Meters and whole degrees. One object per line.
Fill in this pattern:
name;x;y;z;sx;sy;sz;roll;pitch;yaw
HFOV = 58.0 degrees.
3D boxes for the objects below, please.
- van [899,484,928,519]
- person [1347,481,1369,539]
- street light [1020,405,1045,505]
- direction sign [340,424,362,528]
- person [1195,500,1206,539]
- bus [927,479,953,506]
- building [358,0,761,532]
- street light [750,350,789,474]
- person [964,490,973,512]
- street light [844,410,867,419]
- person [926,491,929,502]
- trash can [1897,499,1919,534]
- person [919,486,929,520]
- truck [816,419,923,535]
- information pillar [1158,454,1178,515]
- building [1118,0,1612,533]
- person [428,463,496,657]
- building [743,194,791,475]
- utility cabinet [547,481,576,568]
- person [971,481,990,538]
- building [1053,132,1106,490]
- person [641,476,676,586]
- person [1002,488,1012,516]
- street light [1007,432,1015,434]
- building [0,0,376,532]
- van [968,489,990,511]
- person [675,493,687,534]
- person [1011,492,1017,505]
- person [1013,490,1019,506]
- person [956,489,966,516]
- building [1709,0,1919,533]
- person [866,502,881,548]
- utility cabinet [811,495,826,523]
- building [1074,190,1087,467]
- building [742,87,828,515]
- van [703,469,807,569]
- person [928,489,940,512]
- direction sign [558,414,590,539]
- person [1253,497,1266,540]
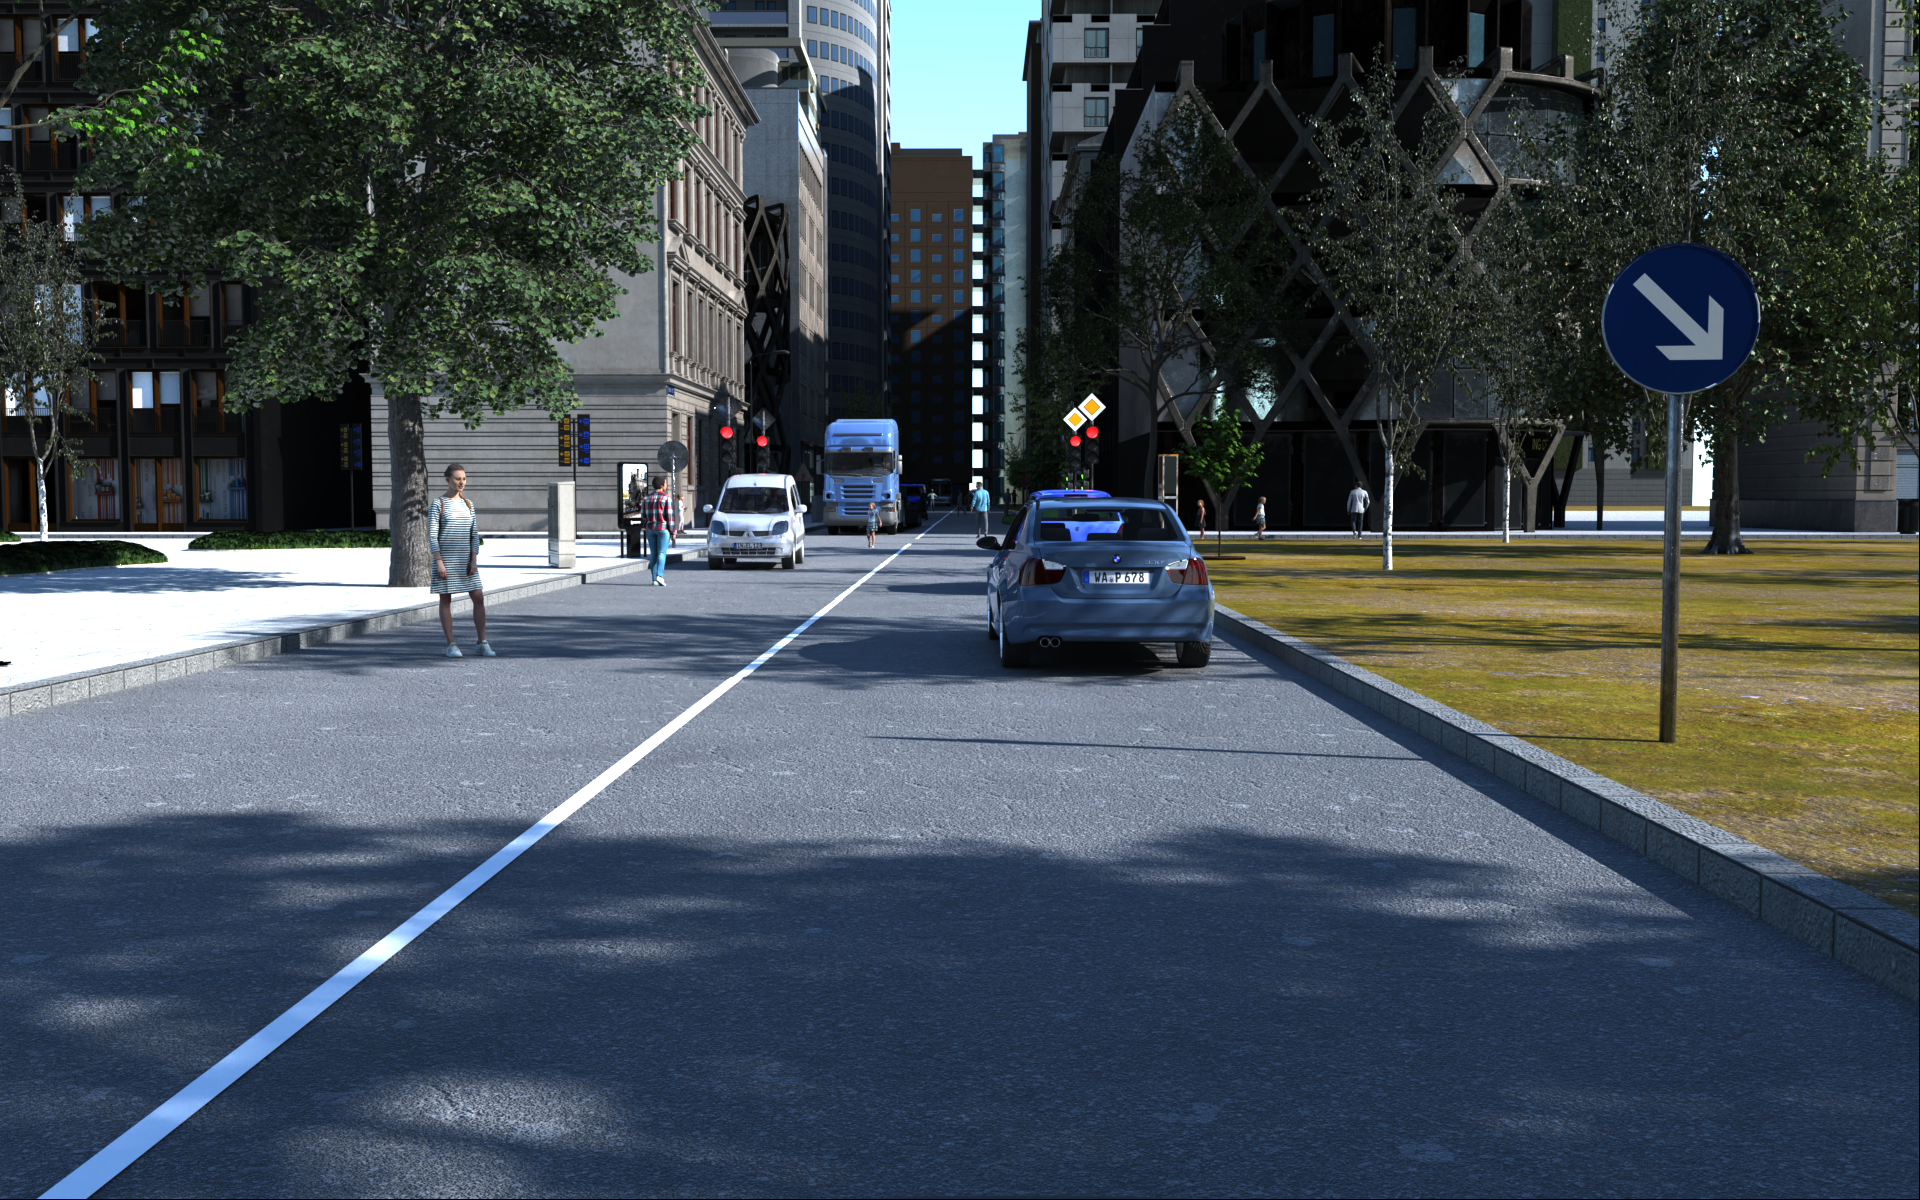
van;-2.960;-5.988;102.290;2.240;2.365;5.245;0;4;1
person;12.344;-2.772;53.661;0.661;1.843;0.795;0;4;8
street light;3.836;-7.214;90.487;1.470;5.913;1.316;0;4;0
direction sign;-19.612;-3.904;55.831;0.876;3.537;0.379;2;4;25
person;7.390;-2.455;53.307;0.373;1.253;0.362;0;4;-5
bus;-2.305;-12.704;202.569;2.948;3.499;13.247;0;3;0
building;-14.848;-14.178;67.973;11.583;22.565;21.152;0;4;0
street light;-6.215;-5.111;56.101;1.470;5.913;1.316;0;4;0
person;0.822;-8.051;140.688;0.990;1.755;0.434;-1;4;-11
street light;-5.872;-7.565;96.221;1.470;5.913;1.316;0;4;0
person;-3.536;-10.235;176.375;0.750;1.759;0.617;0;4;3
trash can;30.422;-2.685;55.552;0.748;1.137;0.748;0;3;0
person;-2.082;-5.238;93.916;0.755;1.850;0.659;1;4;9
truck;-3.195;-4.784;67.972;2.967;4.110;18.799;0;4;2
information pillar;3.857;-1.690;32.130;0.304;2.012;0.304;-1;4;-9
building;15.058;-12.090;65.128;16.811;18.784;16.820;0;4;0
person;-4.440;-0.352;15.254;0.522;1.701;0.512;3;5;43
building;-17.130;-13.443;87.245;16.820;18.784;16.811;0;4;0
utility cabinet;-6.974;-1.319;30.251;0.318;1.500;1.173;-1;4;-22
person;0.670;-2.928;56.233;0.638;1.841;0.748;0;4;-7
building;13.107;-19.638;118.338;12.463;27.353;25.104;0;4;0
person;-4.752;-1.092;27.199;0.563;1.720;0.643;1;4;21
person;3.140;-6.527;115.320;0.635;1.810;0.391;-3;4;-38
street light;4.244;-9.668;130.606;1.470;5.913;1.316;0;4;0
building;-31.295;-14.316;63.738;15.834;23.373;12.332;0;4;0
van;1.511;-8.446;145.096;2.013;2.044;4.112;0;4;-1
person;-8.931;-2.762;55.480;0.394;1.301;0.425;-2;4;-23
person;6.299;-12.021;202.686;1.348;1.812;0.705;3;5;44
person;5.869;-10.755;182.610;0.721;1.743;1.217;2;4;30
person;0.041;-6.266;111.697;0.760;1.731;0.466;-2;4;-35
building;42.006;-16.222;62.494;25.104;27.353;12.463;0;4;0
person;-2.279;-2.000;46.216;0.505;1.210;0.382;2;4;30
utility cabinet;-6.386;-4.105;78.273;0.306;1.237;1.020;1;4;19
building;13.051;-16.413;98.028;12.332;23.373;15.834;0;4;0
building;-15.297;-17.919;111.003;12.078;24.808;19.932;0;4;0
van;-4.009;-1.672;34.356;2.013;2.044;4.112;0;4;-1
person;-2.255;-8.047;140.158;1.350;1.814;0.705;-1;4;-17
direction sign;-10.927;-3.494;49.125;0.876;3.537;0.379;-1;4;-12
person;8.327;-2.273;48.222;0.382;1.210;0.505;0;4;7
